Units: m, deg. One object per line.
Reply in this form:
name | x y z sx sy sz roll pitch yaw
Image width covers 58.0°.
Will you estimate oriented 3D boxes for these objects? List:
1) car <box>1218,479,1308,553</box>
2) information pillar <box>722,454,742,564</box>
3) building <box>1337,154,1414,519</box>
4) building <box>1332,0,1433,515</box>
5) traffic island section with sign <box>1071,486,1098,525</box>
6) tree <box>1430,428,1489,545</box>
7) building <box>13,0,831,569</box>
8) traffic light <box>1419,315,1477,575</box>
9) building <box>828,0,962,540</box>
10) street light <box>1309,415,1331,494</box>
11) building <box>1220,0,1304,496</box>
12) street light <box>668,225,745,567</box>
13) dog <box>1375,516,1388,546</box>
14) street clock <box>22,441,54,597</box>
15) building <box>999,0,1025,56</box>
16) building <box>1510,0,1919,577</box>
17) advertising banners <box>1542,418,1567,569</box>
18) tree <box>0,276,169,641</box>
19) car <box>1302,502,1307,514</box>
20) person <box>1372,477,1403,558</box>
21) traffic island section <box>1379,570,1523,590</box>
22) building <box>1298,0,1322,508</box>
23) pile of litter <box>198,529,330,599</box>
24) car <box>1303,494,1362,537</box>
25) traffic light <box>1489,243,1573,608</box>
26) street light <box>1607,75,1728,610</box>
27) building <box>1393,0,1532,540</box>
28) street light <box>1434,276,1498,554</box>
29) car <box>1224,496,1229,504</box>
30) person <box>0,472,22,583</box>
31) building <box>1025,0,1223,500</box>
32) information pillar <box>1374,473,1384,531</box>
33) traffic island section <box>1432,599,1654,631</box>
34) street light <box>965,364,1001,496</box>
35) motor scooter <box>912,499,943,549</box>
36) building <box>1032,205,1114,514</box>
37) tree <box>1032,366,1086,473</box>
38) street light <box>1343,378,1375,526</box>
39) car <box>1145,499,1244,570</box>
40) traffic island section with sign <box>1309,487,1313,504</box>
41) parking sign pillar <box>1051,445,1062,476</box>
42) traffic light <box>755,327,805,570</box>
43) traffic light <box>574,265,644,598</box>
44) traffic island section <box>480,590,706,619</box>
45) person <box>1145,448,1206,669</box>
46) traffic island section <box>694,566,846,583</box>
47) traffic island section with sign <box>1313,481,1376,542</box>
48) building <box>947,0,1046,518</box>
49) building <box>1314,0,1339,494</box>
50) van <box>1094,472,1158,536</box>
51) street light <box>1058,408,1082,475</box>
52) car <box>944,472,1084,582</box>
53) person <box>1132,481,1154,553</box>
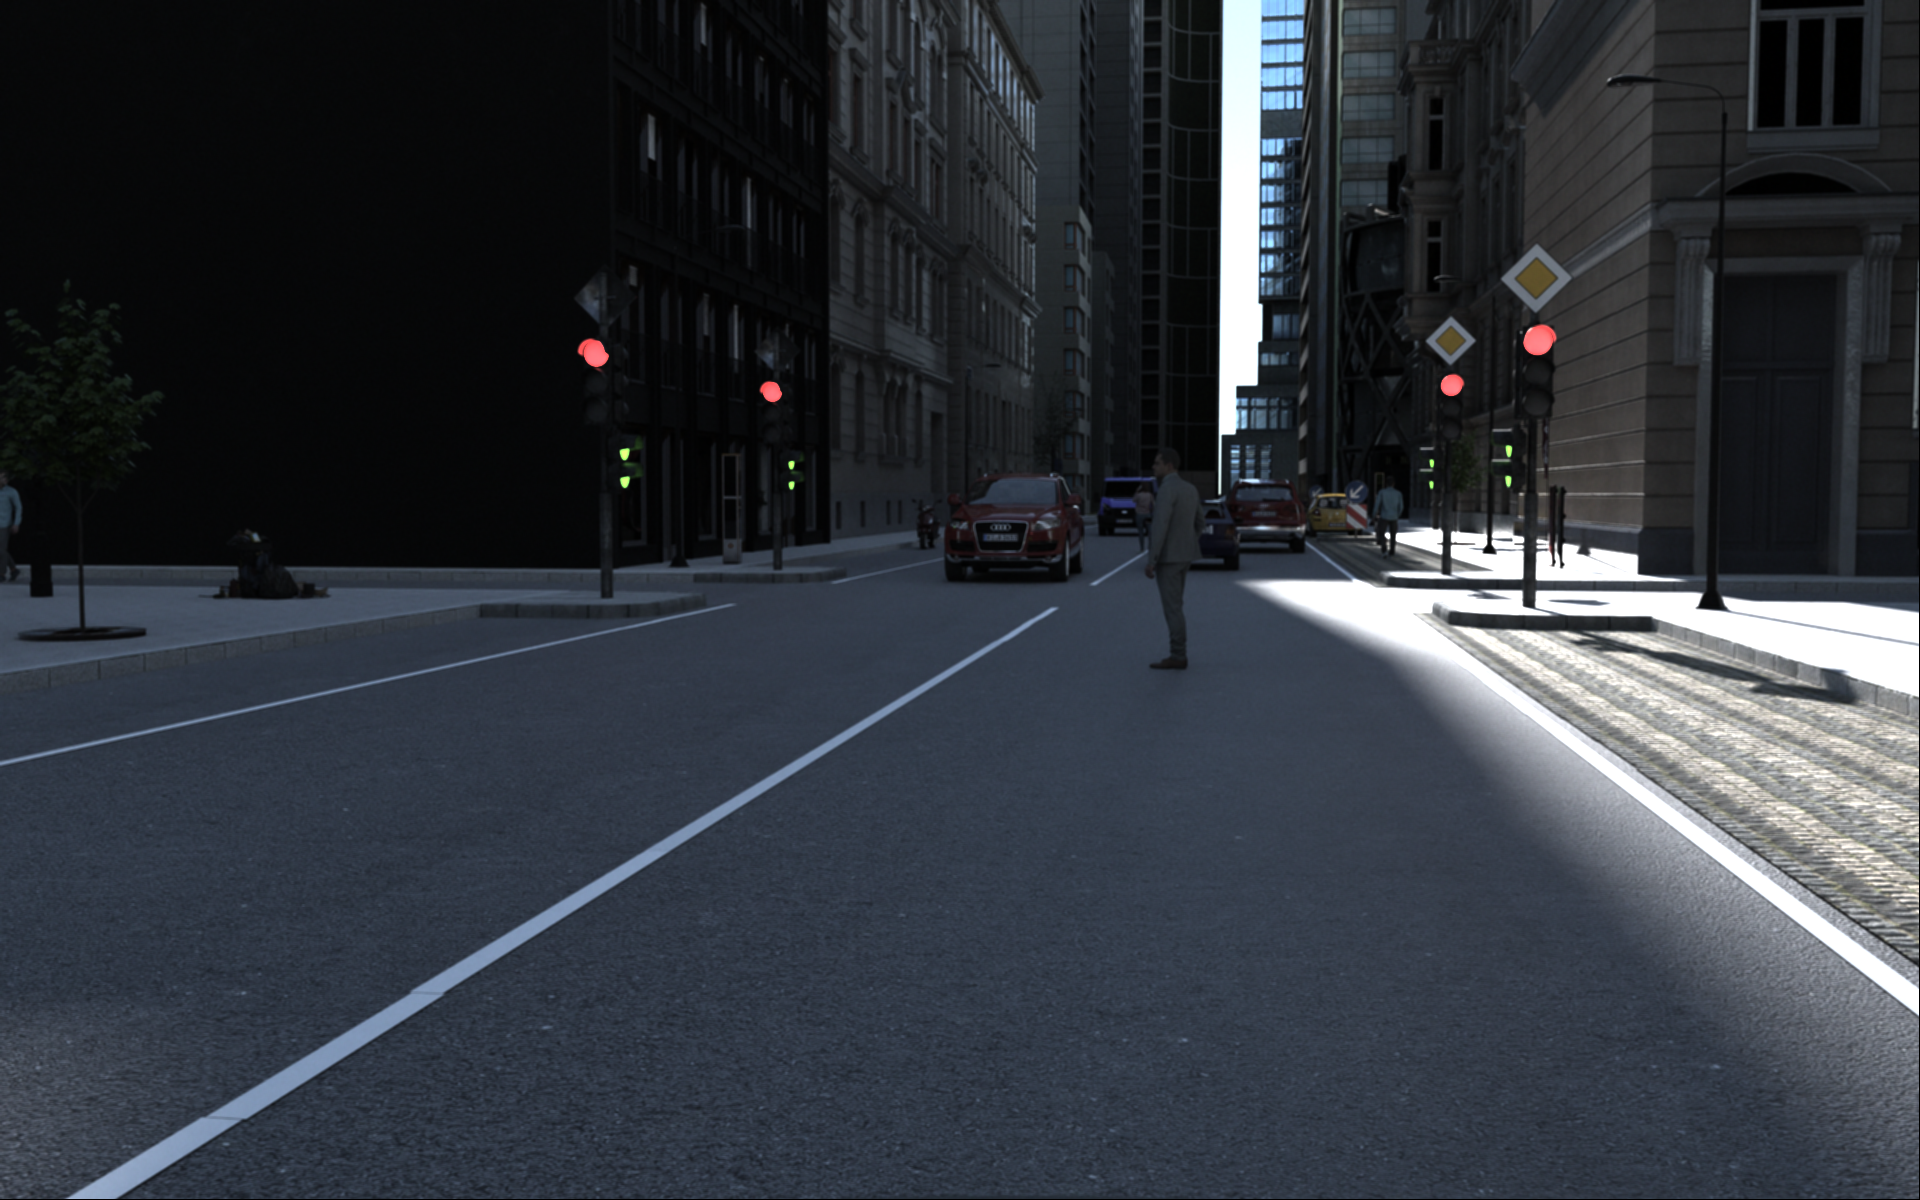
car | 7.684 -2.157 43.944 2.281 1.827 5.304 1 4 9
information pillar | -4.185 -1.670 31.793 0.304 2.012 0.304 0 4 4
building | 28.578 -13.718 91.739 16.820 18.784 16.811 1 4 9
building | 30.898 -26.058 109.647 14.154 41.232 14.086 1 4 9
traffic island section with sign | 5.534 -4.394 80.469 1.989 1.847 2.006 1 4 9
tree | 12.654 -3.001 43.674 1.663 3.219 1.824 0 3 0
building | -10.710 -12.720 37.644 12.332 23.373 15.834 1 4 9
traffic light | 7.712 -2.354 27.411 0.839 4.253 0.868 1 4 9
building | -8.294 -16.509 57.306 14.401 28.519 23.554 1 4 9
street light | 21.077 -7.880 101.377 1.470 5.913 1.316 1 4 9
building | 45.075 -53.789 192.113 31.000 86.520 22.319 1 4 9
street light | -4.403 -3.524 30.166 1.470 5.913 1.316 1 4 9
dog | 11.585 -1.907 48.016 0.513 0.831 0.800 3 5 41
street clock | -11.473 -1.040 21.577 0.471 2.002 0.358 2 4 34
building | 6.903 -44.617 167.746 20.611 71.187 20.563 1 4 9
building | 21.345 -15.003 31.202 20.117 28.700 13.634 1 4 9
advertising banners | 10.452 -2.100 30.517 0.090 3.025 2.074 1 4 9
tree | -7.944 -1.285 15.604 1.663 3.219 1.824 0 3 0
car | 20.087 -5.654 105.024 1.945 1.354 3.894 1 4 9
person | 9.511 -1.832 38.467 0.660 1.820 0.620 0 4 -2
traffic island section | 7.750 -0.320 27.519 2.009 0.180 2.903 1 4 9
building | 43.176 -32.946 162.373 21.300 48.544 21.600 1 4 9
pile of litter | -8.664 -0.466 21.591 1.719 0.858 1.176 2 4 32
car | 12.496 -2.928 58.096 2.015 1.641 3.980 0 4 8
traffic light | 6.434 -1.872 19.528 0.839 4.253 0.868 1 4 9
street light | 7.872 -2.859 19.284 1.470 5.913 1.316 1 4 9
building | 22.713 -14.748 60.222 14.460 24.649 34.723 1 4 9
street light | 10.791 -3.941 36.973 1.470 5.913 1.316 1 4 9
car | 16.906 -5.724 106.168 1.945 1.354 3.894 1 4 9
person | -15.447 -1.204 28.055 0.638 1.841 0.748 1 4 18
building | 19.125 -46.338 195.880 20.611 71.187 20.563 1 4 9
information pillar | 14.545 -3.402 60.116 0.304 2.012 0.304 1 4 11
traffic island section | 6.472 0.162 19.636 2.009 0.180 2.903 1 4 9
street light | 0.766 -5.463 61.856 1.470 5.913 1.316 1 4 9
motor scooter | -0.839 -2.005 45.566 0.815 1.314 1.986 0 4 8
building | -4.206 -16.832 120.245 27.650 21.520 28.899 1 4 9
tree | 4.986 -9.075 98.739 4.360 8.622 3.978 0 3 0
street light | 16.011 -5.920 69.338 1.470 5.913 1.316 1 4 9
car | 4.600 -1.312 34.040 1.945 1.354 3.894 0 4 8
traffic island section with sign | 16.027 -4.275 78.530 1.989 1.847 2.006 1 4 9
parking sign pillar | 5.310 -6.527 95.186 1.447 3.967 1.447 1 4 12
traffic light | -3.062 -2.460 29.134 0.839 4.253 0.868 1 4 9
traffic light | -4.339 -1.977 21.252 0.839 4.253 0.868 1 4 9
traffic island section | -4.377 0.054 21.393 2.009 0.180 2.903 1 4 9
person | 1.755 -0.345 14.242 0.391 1.810 0.635 2 4 26
traffic island section | -3.100 -0.428 29.275 2.009 0.180 2.903 1 4 9
traffic island section with sign | 11.722 -2.648 51.919 1.989 1.847 2.006 1 4 9
building | -3.514 -17.372 81.296 12.463 27.353 25.104 1 4 9
building | 33.072 -28.985 124.009 14.600 45.320 14.200 1 4 9
van | 5.989 -3.466 61.058 2.240 2.365 5.245 1 4 10
street light | 5.900 -7.401 93.552 1.470 5.913 1.316 1 4 9
car | 1.015 -1.311 30.111 2.281 1.827 5.304 1 4 8
person | 4.508 -1.996 41.720 0.593 1.750 0.643 -1 4 -21
